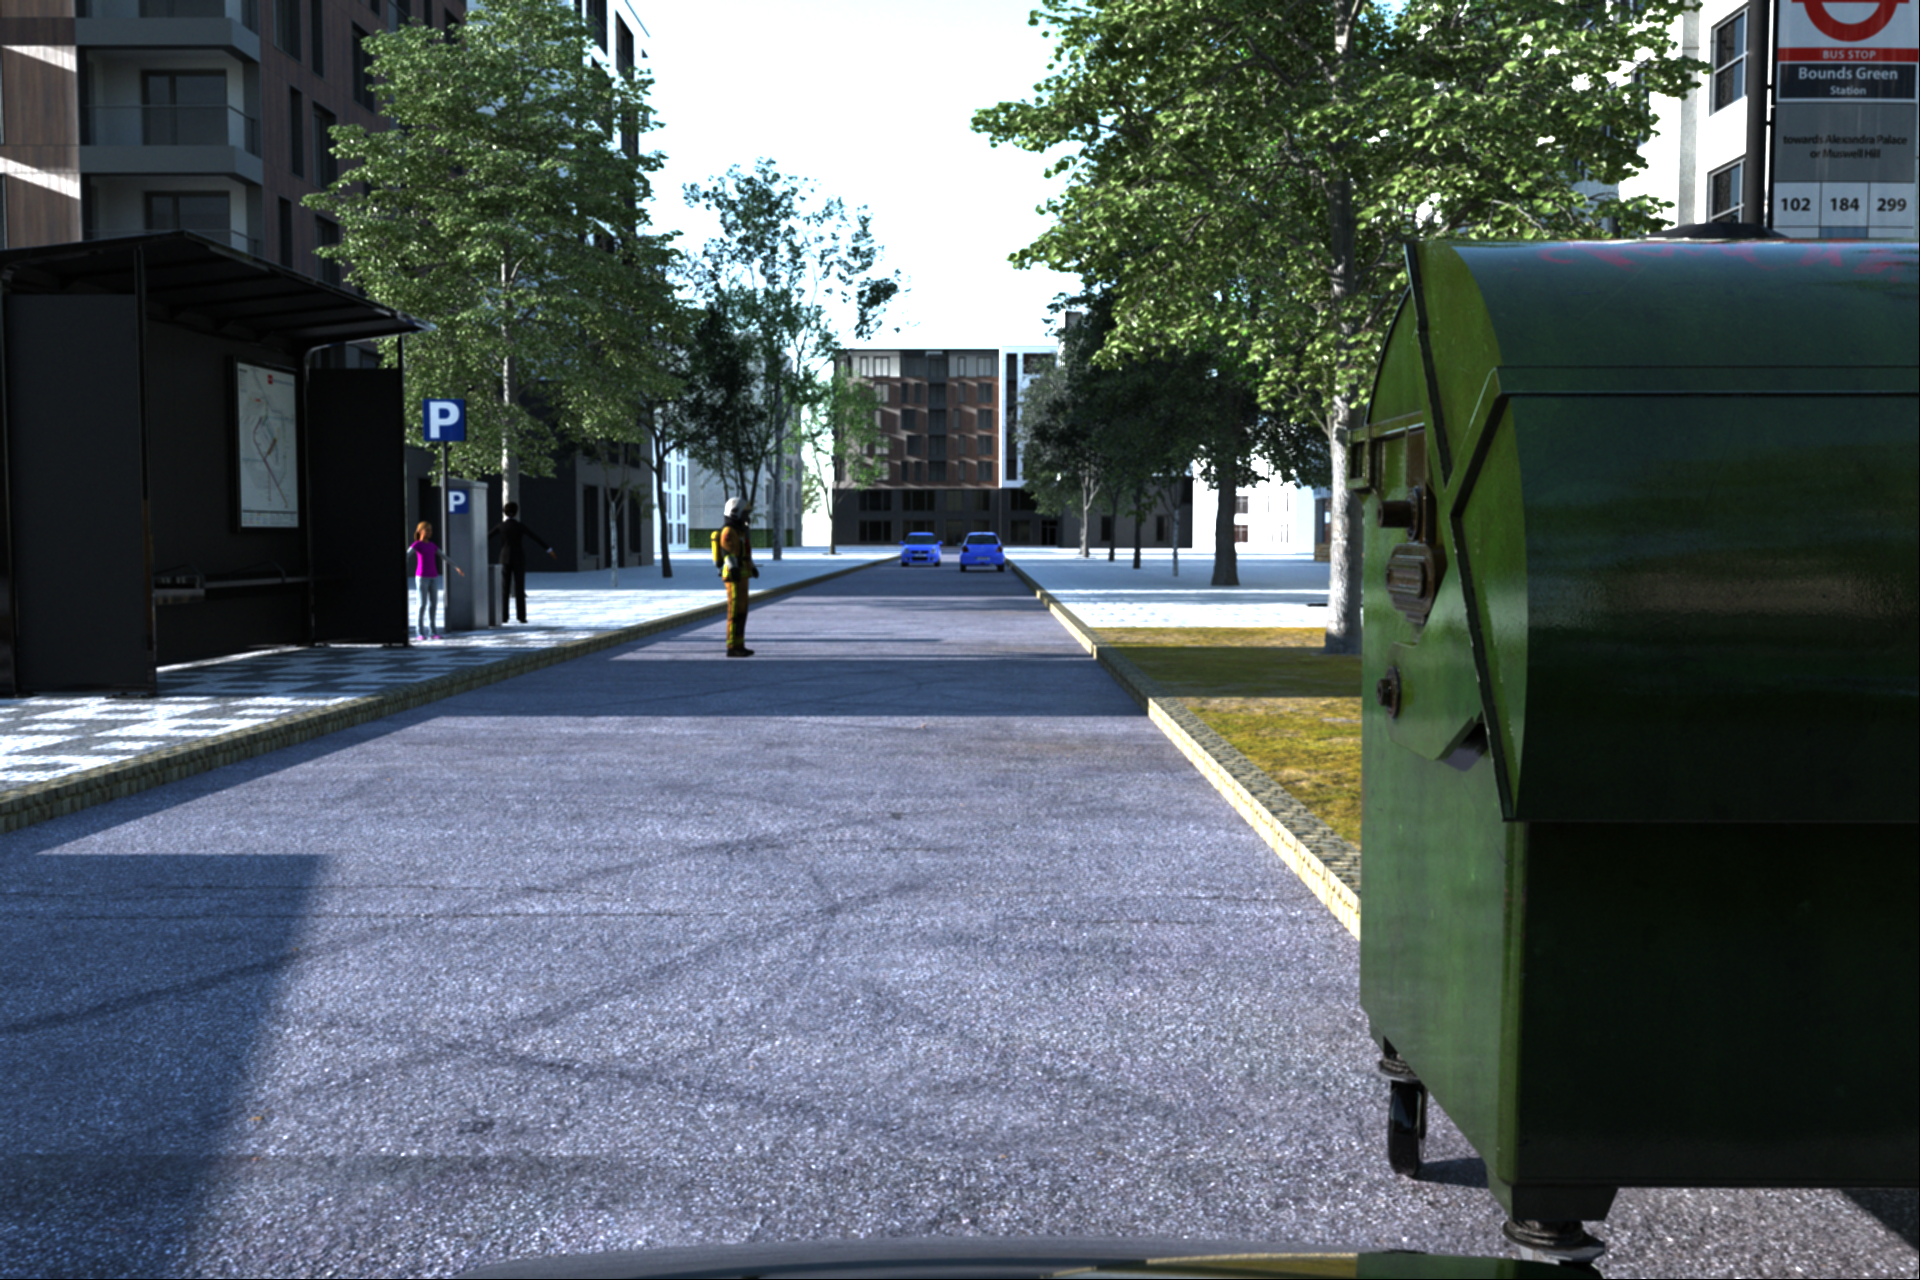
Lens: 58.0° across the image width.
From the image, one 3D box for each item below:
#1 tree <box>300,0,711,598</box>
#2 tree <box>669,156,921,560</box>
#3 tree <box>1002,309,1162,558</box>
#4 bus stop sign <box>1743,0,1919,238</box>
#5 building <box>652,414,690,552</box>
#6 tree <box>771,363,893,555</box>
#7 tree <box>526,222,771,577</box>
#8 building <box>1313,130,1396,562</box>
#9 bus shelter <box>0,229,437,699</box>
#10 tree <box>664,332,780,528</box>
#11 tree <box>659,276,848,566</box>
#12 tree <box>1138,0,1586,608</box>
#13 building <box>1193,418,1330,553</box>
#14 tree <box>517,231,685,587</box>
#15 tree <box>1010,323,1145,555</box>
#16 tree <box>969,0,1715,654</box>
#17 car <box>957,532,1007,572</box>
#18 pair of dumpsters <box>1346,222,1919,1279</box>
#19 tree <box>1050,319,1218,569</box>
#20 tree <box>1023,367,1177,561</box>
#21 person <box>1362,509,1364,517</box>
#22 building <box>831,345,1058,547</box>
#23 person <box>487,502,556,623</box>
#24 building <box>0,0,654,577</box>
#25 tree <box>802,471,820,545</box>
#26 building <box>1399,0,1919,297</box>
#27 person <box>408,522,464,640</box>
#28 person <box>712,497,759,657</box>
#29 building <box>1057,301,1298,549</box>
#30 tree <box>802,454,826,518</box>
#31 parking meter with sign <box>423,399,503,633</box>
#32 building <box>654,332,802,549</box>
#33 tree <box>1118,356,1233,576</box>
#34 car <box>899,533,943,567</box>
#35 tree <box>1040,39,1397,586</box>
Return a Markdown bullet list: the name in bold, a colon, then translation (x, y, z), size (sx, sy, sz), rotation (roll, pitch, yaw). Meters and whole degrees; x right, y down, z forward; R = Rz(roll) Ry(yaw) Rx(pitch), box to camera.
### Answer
- **tree**: translation (-8.872, -7.107, 34.330), size (7.486, 12.596, 7.792), rotation (0, 3, 0)
- **tree**: translation (-8.329, -14.037, 85.395), size (12.611, 20.169, 13.585), rotation (0, 3, 0)
- **tree**: translation (6.857, -11.136, 92.449), size (12.009, 13.543, 11.850), rotation (0, 3, 0)
- **bus stop sign**: translation (3.482, -1.128, 7.149), size (0.855, 3.939, 0.416), rotation (0, 4, 1)
- **building**: translation (-25.700, -11.833, 135.618), size (9.099, 9.664, 28.070), rotation (0, 4, 0)
- **tree**: translation (-7.984, -11.078, 106.875), size (9.928, 11.665, 9.643), rotation (0, 3, 0)
- **tree**: translation (-9.019, -7.136, 51.083), size (7.601, 10.594, 8.767), rotation (0, 4, 2)
- **building**: translation (21.787, -13.696, 80.357), size (16.016, 20.090, 11.380), rotation (0, 4, 0)
- **bus shelter**: translation (-6.788, -1.544, 16.525), size (1.731, 3.624, 6.357), rotation (0, 4, 1)
- **tree**: translation (-8.118, -6.842, 62.232), size (4.360, 8.622, 3.978), rotation (0, 3, 0)
- **tree**: translation (-8.392, -8.753, 68.872), size (9.928, 11.665, 9.643), rotation (0, 3, 0)
- **tree**: translation (6.827, -6.397, 30.342), size (9.928, 11.665, 9.643), rotation (0, 3, 0)
- **building**: translation (24.150, -11.736, 134.027), size (9.099, 9.664, 28.070), rotation (0, 4, 1)
- **tree**: translation (-8.350, -5.622, 42.279), size (4.360, 8.622, 3.978), rotation (0, 3, 0)
- **tree**: translation (7.754, -12.229, 106.601), size (9.857, 13.997, 8.962), rotation (0, 3, 0)
- **tree**: translation (3.973, -6.153, 18.725), size (7.486, 12.596, 7.792), rotation (0, 3, 0)
- **car**: translation (0.839, -3.486, 66.585), size (1.945, 1.707, 3.694), rotation (0, 4, 0)
- **pair of dumpsters**: translation (3.036, 0.095, 3.391), size (4.436, 2.255, 1.574), rotation (0, 4, 1)
- **tree**: translation (6.858, -7.923, 63.951), size (7.601, 10.594, 8.767), rotation (-2, 4, -27)
- **tree**: translation (7.122, -8.966, 81.004), size (8.767, 10.594, 7.601), rotation (0, 4, -1)
- **person**: translation (7.568, -1.660, 33.283), size (0.704, 1.843, 1.345), rotation (1, 4, 22)
- **building**: translation (2.222, -21.618, 199.884), size (32.646, 21.610, 27.936), rotation (0, 4, 0)
- **person**: translation (-6.431, -1.116, 24.963), size (1.216, 1.740, 0.721), rotation (0, 4, 1)
- **building**: translation (-26.764, -12.929, 55.364), size (27.936, 21.610, 32.646), rotation (0, 4, 0)
- **tree**: translation (-17.939, -14.961, 194.971), size (4.737, 8.622, 4.395), rotation (0, 3, 0)
- **building**: translation (23.364, -10.873, 44.237), size (16.747, 18.905, 31.486), rotation (0, 4, 1)
- **person**: translation (-6.430, -0.718, 21.011), size (0.599, 1.433, 0.991), rotation (2, 4, 33)
- **person**: translation (-2.581, -0.737, 20.276), size (0.705, 1.858, 1.354), rotation (0, 4, 3)
- **building**: translation (23.355, -19.847, 168.477), size (27.936, 21.610, 32.646), rotation (0, 4, 1)
- **tree**: translation (-19.049, -16.349, 201.710), size (7.601, 10.594, 8.767), rotation (0, 4, 3)
- **parking meter with sign**: translation (-6.609, -1.649, 23.223), size (0.543, 3.016, 1.738), rotation (0, 4, 2)
- **building**: translation (-25.367, -18.423, 167.678), size (16.747, 18.905, 31.486), rotation (0, 4, 1)
- **tree**: translation (6.581, -6.252, 52.583), size (4.737, 8.622, 4.395), rotation (0, 3, 0)
- **car**: translation (-1.732, -4.143, 77.330), size (1.945, 1.707, 3.694), rotation (0, 4, 1)
- **tree**: translation (6.716, -8.335, 42.935), size (9.857, 13.997, 8.962), rotation (0, 3, 0)
